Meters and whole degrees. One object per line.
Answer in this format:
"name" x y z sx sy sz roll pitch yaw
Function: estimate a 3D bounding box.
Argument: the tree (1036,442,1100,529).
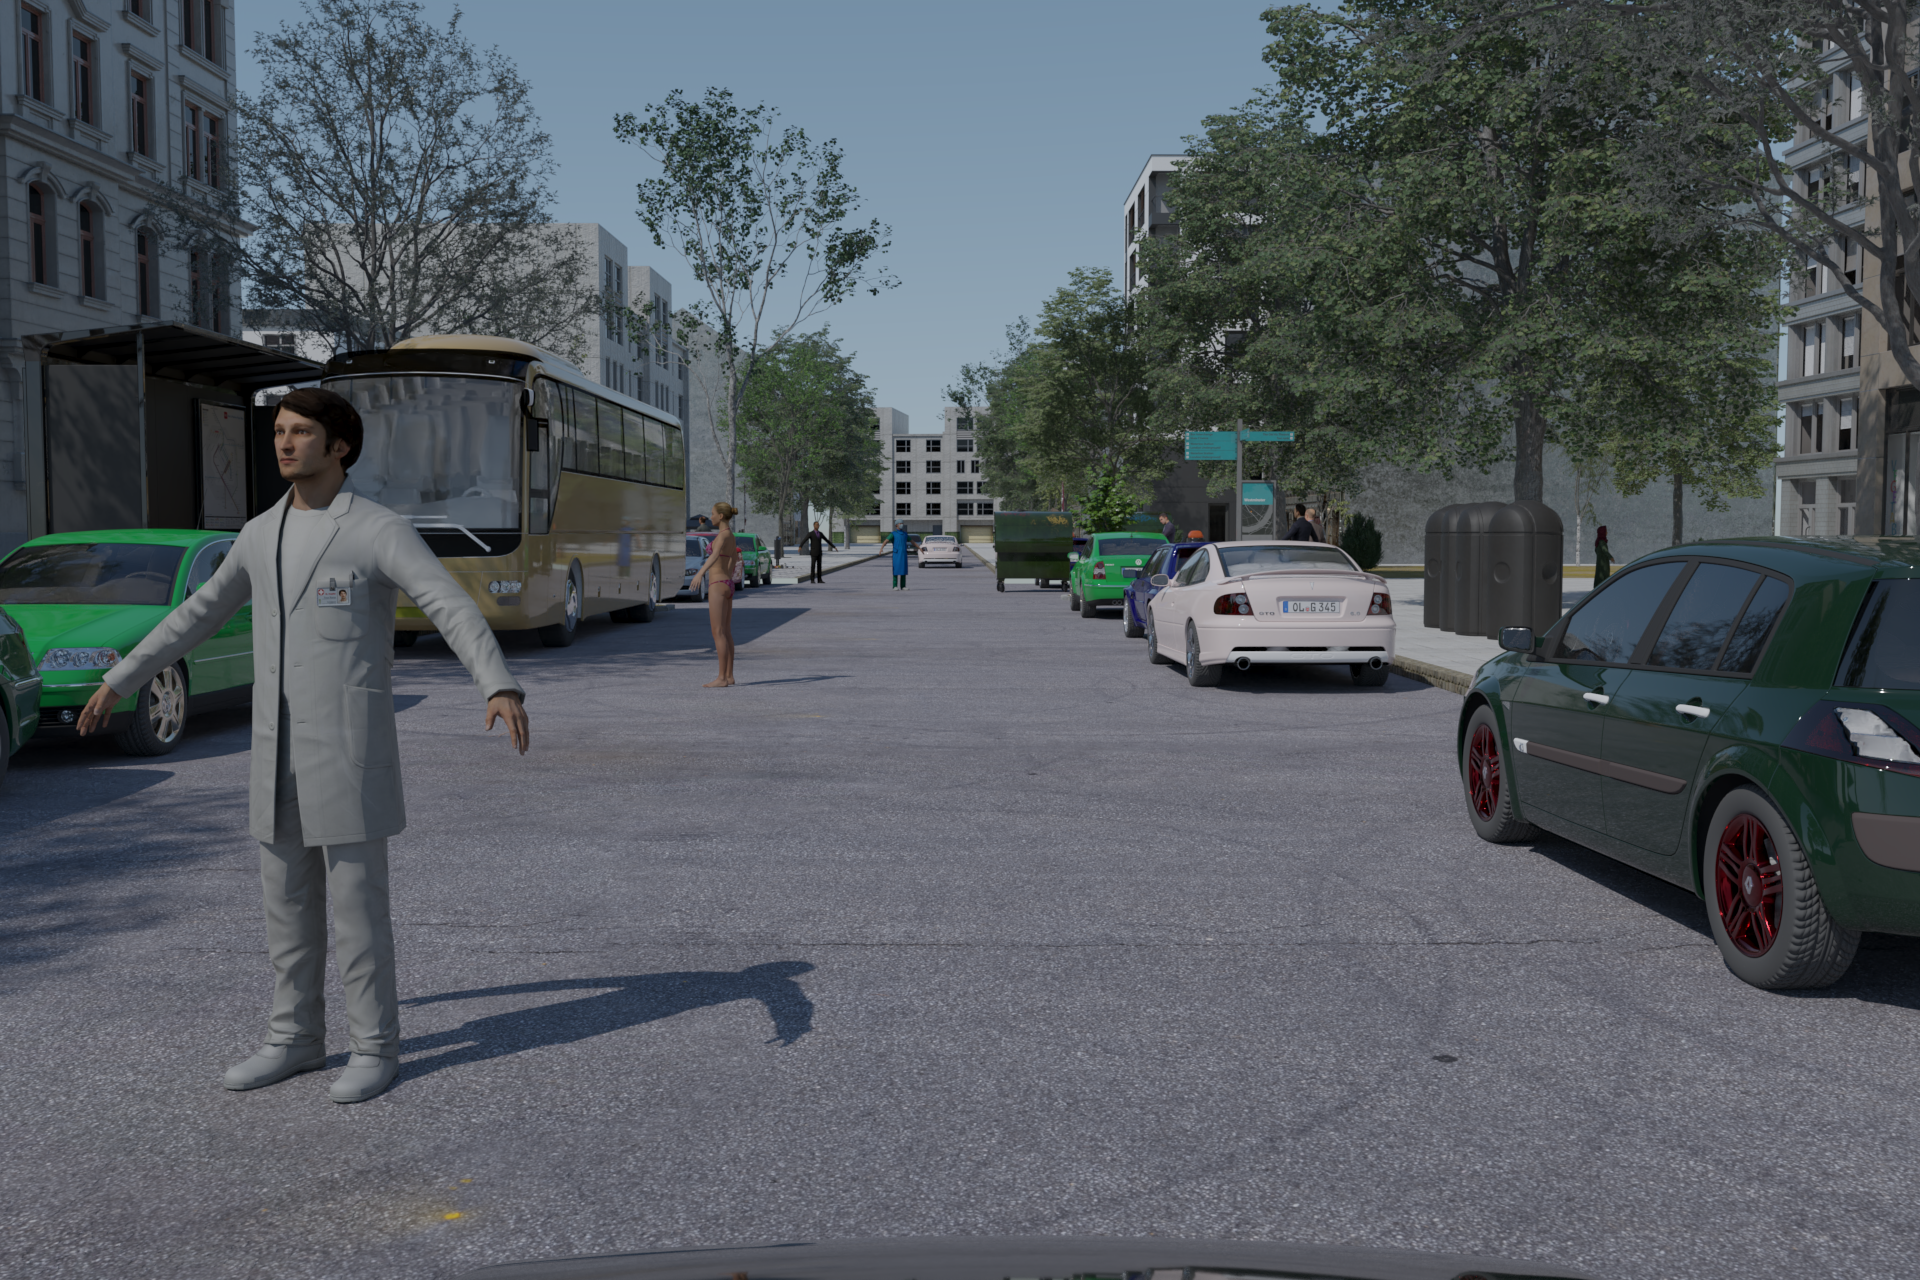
"tree" 6.222 -9.471 105.217 4.737 8.622 4.395 0 3 0

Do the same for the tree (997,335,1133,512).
"tree" 5.519 -10.011 89.429 9.928 11.665 9.643 0 3 0

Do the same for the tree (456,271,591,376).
"tree" -12.534 -6.038 49.082 4.737 8.622 4.395 0 3 0

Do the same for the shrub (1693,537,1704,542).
"shrub" 25.575 -2.973 59.728 1.383 1.207 1.383 0 3 0

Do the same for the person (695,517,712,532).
"person" -7.604 -2.743 51.113 0.705 1.796 1.348 3 5 40

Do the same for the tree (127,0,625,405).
"tree" -12.469 -7.786 37.673 12.009 13.543 11.850 0 3 0

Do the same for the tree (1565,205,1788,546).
"tree" 24.700 -8.703 60.428 7.486 12.596 7.792 0 3 0

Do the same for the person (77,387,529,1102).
"person" -1.671 0.254 4.488 1.347 1.806 0.705 1 4 18

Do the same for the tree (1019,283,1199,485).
"tree" 5.838 -7.914 63.808 7.601 10.594 8.767 -1 4 -15

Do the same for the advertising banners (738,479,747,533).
"advertising banners" -6.878 -3.588 54.850 0.090 3.025 2.074 0 4 -1

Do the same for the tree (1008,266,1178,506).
"tree" 5.479 -9.549 74.246 7.486 12.596 7.792 0 3 0

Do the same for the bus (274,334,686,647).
"bus" -6.150 -2.056 25.157 2.896 3.916 12.252 0 4 0

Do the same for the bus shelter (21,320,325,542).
"bus shelter" -9.561 -1.887 22.143 1.731 3.624 6.357 0 4 -1

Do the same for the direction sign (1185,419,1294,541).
"direction sign" 6.486 -3.115 39.692 2.525 3.948 1.411 0 4 0

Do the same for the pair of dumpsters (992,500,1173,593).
"pair of dumpsters" 3.019 -2.323 42.929 4.436 2.255 1.574 0 4 -1

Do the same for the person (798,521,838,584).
"person" -4.152 -2.542 50.239 1.346 1.802 0.704 -3 4 -36

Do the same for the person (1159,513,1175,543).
"person" 4.695 -2.053 40.054 0.568 1.767 0.683 -1 4 -11

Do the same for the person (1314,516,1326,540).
"person" 10.184 -2.658 49.606 0.704 1.811 1.347 -1 4 -16

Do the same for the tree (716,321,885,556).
"tree" -9.381 -12.013 103.062 9.857 13.997 8.962 0 3 0

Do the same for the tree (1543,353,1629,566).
"tree" 24.502 -7.261 69.087 4.360 8.622 3.978 0 3 0

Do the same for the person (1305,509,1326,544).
"person" 6.569 -1.604 32.829 0.990 1.755 0.434 -2 4 -28

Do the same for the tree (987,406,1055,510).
"tree" 5.670 -13.286 135.345 7.486 12.596 7.792 0 3 0

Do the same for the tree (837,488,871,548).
"tree" -10.169 -12.597 156.320 4.737 8.622 4.395 0 3 0

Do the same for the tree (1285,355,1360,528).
"tree" 13.357 -6.951 64.008 4.737 8.622 4.395 0 3 0

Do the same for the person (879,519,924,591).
"person" -1.517 -2.168 44.028 1.347 1.817 0.704 -2 4 -35

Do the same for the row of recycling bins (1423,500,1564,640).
"row of recycling bins" 6.794 -0.932 22.351 1.069 1.692 3.534 0 4 -1

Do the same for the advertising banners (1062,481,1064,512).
"advertising banners" 3.355 -3.776 57.920 0.090 3.025 2.074 0 4 -1

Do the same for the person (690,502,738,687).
"person" -2.318 -0.431 16.311 0.721 1.733 1.217 0 4 7

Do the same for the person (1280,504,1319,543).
"person" 6.043 -1.521 30.911 1.345 1.823 0.704 -3 5 -41

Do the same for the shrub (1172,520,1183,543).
"shrub" 6.596 -3.226 57.168 1.690 2.028 1.600 0 3 0

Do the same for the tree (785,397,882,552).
"tree" -9.274 -12.230 125.722 9.928 11.665 9.643 0 3 0

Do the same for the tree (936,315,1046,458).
"tree" 4.288 -18.142 152.507 12.611 20.169 13.585 0 3 0

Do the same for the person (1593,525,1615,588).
"person" 11.512 -1.326 30.890 0.599 1.438 0.989 0 4 7

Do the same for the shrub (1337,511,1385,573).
"shrub" 13.222 -3.257 57.290 1.661 2.075 1.752 0 3 0

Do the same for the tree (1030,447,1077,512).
"tree" 6.132 -9.822 110.956 4.737 8.622 4.395 0 3 0

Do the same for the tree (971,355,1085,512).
"tree" 5.187 -13.195 122.394 9.857 13.997 8.962 0 3 0
